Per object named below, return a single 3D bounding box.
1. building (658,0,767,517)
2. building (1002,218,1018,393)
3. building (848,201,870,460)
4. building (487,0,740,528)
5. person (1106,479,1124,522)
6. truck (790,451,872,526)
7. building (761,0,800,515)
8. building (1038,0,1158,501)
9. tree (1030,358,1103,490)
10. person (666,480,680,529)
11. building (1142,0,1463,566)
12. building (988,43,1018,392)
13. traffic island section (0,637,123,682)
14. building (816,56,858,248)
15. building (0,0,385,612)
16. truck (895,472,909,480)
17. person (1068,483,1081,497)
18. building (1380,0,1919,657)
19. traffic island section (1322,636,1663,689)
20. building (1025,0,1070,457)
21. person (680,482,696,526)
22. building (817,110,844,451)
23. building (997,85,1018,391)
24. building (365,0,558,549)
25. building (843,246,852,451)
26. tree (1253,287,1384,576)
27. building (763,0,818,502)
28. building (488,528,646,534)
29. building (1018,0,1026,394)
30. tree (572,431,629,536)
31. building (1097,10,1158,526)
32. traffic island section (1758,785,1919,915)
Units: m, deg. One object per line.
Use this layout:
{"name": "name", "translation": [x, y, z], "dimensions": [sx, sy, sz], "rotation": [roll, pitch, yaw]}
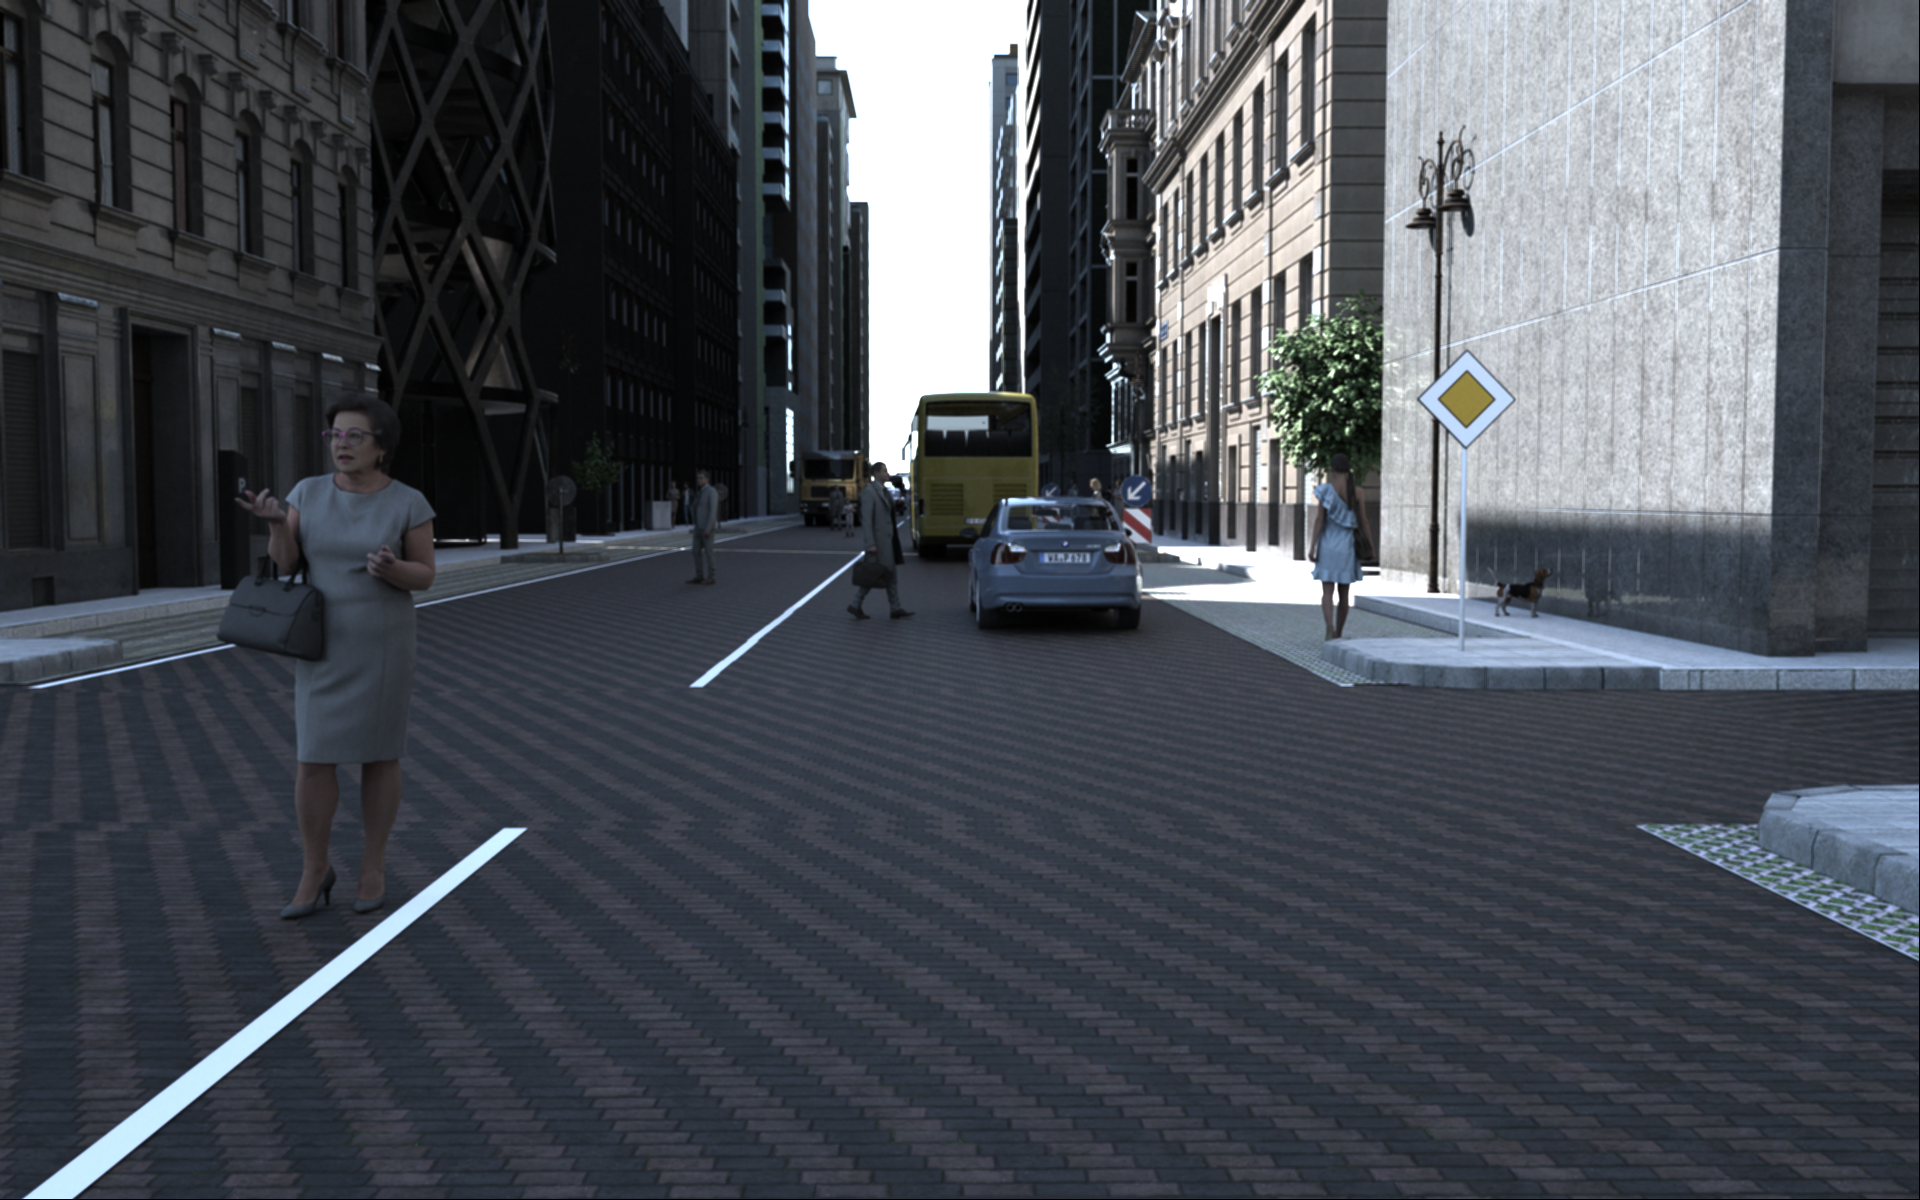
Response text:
{"name": "building", "translation": [-18.534, -25.212, 95.809], "dimensions": [14.154, 41.232, 14.086], "rotation": [0, 4, -1]}
{"name": "building", "translation": [11.349, -25.173, 183.284], "dimensions": [14.160, 30.474, 14.107], "rotation": [0, 4, -1]}
{"name": "building", "translation": [-19.474, -33.725, 234.996], "dimensions": [14.154, 41.232, 14.086], "rotation": [0, 4, -1]}
{"name": "building", "translation": [-17.267, -15.276, 79.438], "dimensions": [12.332, 23.373, 15.834], "rotation": [0, 4, -1]}
{"name": "person", "translation": [5.322, -3.248, 59.500], "dimensions": [0.532, 1.782, 0.716], "rotation": [-3, 4, -36]}
{"name": "truck", "translation": [-5.647, -5.108, 79.446], "dimensions": [3.469, 3.379, 9.791], "rotation": [0, 4, 1]}
{"name": "building", "translation": [-21.817, -49.188, 116.888], "dimensions": [22.319, 86.520, 31.000], "rotation": [0, 4, -1]}
{"name": "building", "translation": [15.394, -40.741, 104.365], "dimensions": [20.563, 71.187, 20.611], "rotation": [0, 4, -1]}
{"name": "tree", "translation": [5.804, -8.722, 92.959], "dimensions": [4.360, 8.622, 3.978], "rotation": [0, 3, 0]}
{"name": "person", "translation": [-10.558, -3.494, 63.513], "dimensions": [0.599, 1.781, 0.374], "rotation": [-1, 4, -18]}
{"name": "building", "translation": [11.916, -14.971, 42.038], "dimensions": [12.463, 27.353, 25.104], "rotation": [0, 4, -1]}
{"name": "building", "translation": [14.328, -42.324, 233.989], "dimensions": [21.231, 58.520, 28.212], "rotation": [0, 4, -1]}
{"name": "traffic island section", "translation": [-8.199, 0.506, 14.000], "dimensions": [2.009, 0.180, 2.903], "rotation": [0, 4, -1]}
{"name": "building", "translation": [-27.432, -38.176, 213.422], "dimensions": [28.713, 52.752, 27.495], "rotation": [0, 4, -1]}
{"name": "building", "translation": [-15.151, -10.587, 22.243], "dimensions": [9.793, 20.994, 18.267], "rotation": [0, 4, -1]}
{"name": "truck", "translation": [-7.060, -14.386, 224.131], "dimensions": [2.839, 4.237, 11.283], "rotation": [0, 4, -3]}
{"name": "person", "translation": [5.218, -4.404, 78.252], "dimensions": [0.606, 1.804, 0.583], "rotation": [-2, 4, -31]}
{"name": "building", "translation": [16.217, -12.292, 18.995], "dimensions": [19.932, 24.808, 12.078], "rotation": [0, 4, -1]}
{"name": "traffic island section", "translation": [4.142, 0.497, 14.150], "dimensions": [2.009, 0.180, 2.903], "rotation": [0, 4, -1]}
{"name": "building", "translation": [15.983, -30.759, 126.618], "dimensions": [21.300, 48.544, 21.600], "rotation": [0, 4, -1]}
{"name": "person", "translation": [-10.904, -3.853, 69.381], "dimensions": [0.623, 1.781, 0.721], "rotation": [-1, 4, -9]}
{"name": "building", "translation": [-19.435, -30.302, 179.039], "dimensions": [14.154, 41.232, 14.086], "rotation": [0, 4, -1]}
{"name": "building", "translation": [15.753, -35.805, 205.015], "dimensions": [23.786, 49.044, 30.456], "rotation": [0, 4, -1]}
{"name": "building", "translation": [-18.465, -10.599, 40.745], "dimensions": [16.820, 18.784, 16.811], "rotation": [0, 4, -1]}
{"name": "building", "translation": [-19.446, -25.794, 193.438], "dimensions": [14.160, 30.474, 14.107], "rotation": [0, 4, -1]}
{"name": "tree", "translation": [6.286, -2.688, 27.668], "dimensions": [4.285, 4.588, 4.351], "rotation": [0, 3, 0]}
{"name": "building", "translation": [-20.172, -30.892, 155.193], "dimensions": [14.600, 45.320, 14.200], "rotation": [0, 4, -1]}
{"name": "building", "translation": [-17.576, -14.239, 62.493], "dimensions": [12.332, 23.373, 15.834], "rotation": [0, 4, -1]}
{"name": "building", "translation": [19.043, -34.360, 151.032], "dimensions": [28.713, 52.752, 27.495], "rotation": [0, 4, -1]}
{"name": "tree", "translation": [-11.261, -3.585, 53.222], "dimensions": [1.663, 3.219, 1.824], "rotation": [0, 3, 0]}
{"name": "building", "translation": [13.133, -15.471, 72.043], "dimensions": [14.460, 24.649, 34.723], "rotation": [0, 4, -1]}
{"name": "traffic island section", "translation": [4.243, 0.986, 6.166], "dimensions": [2.009, 0.180, 2.903], "rotation": [0, 4, -1]}
